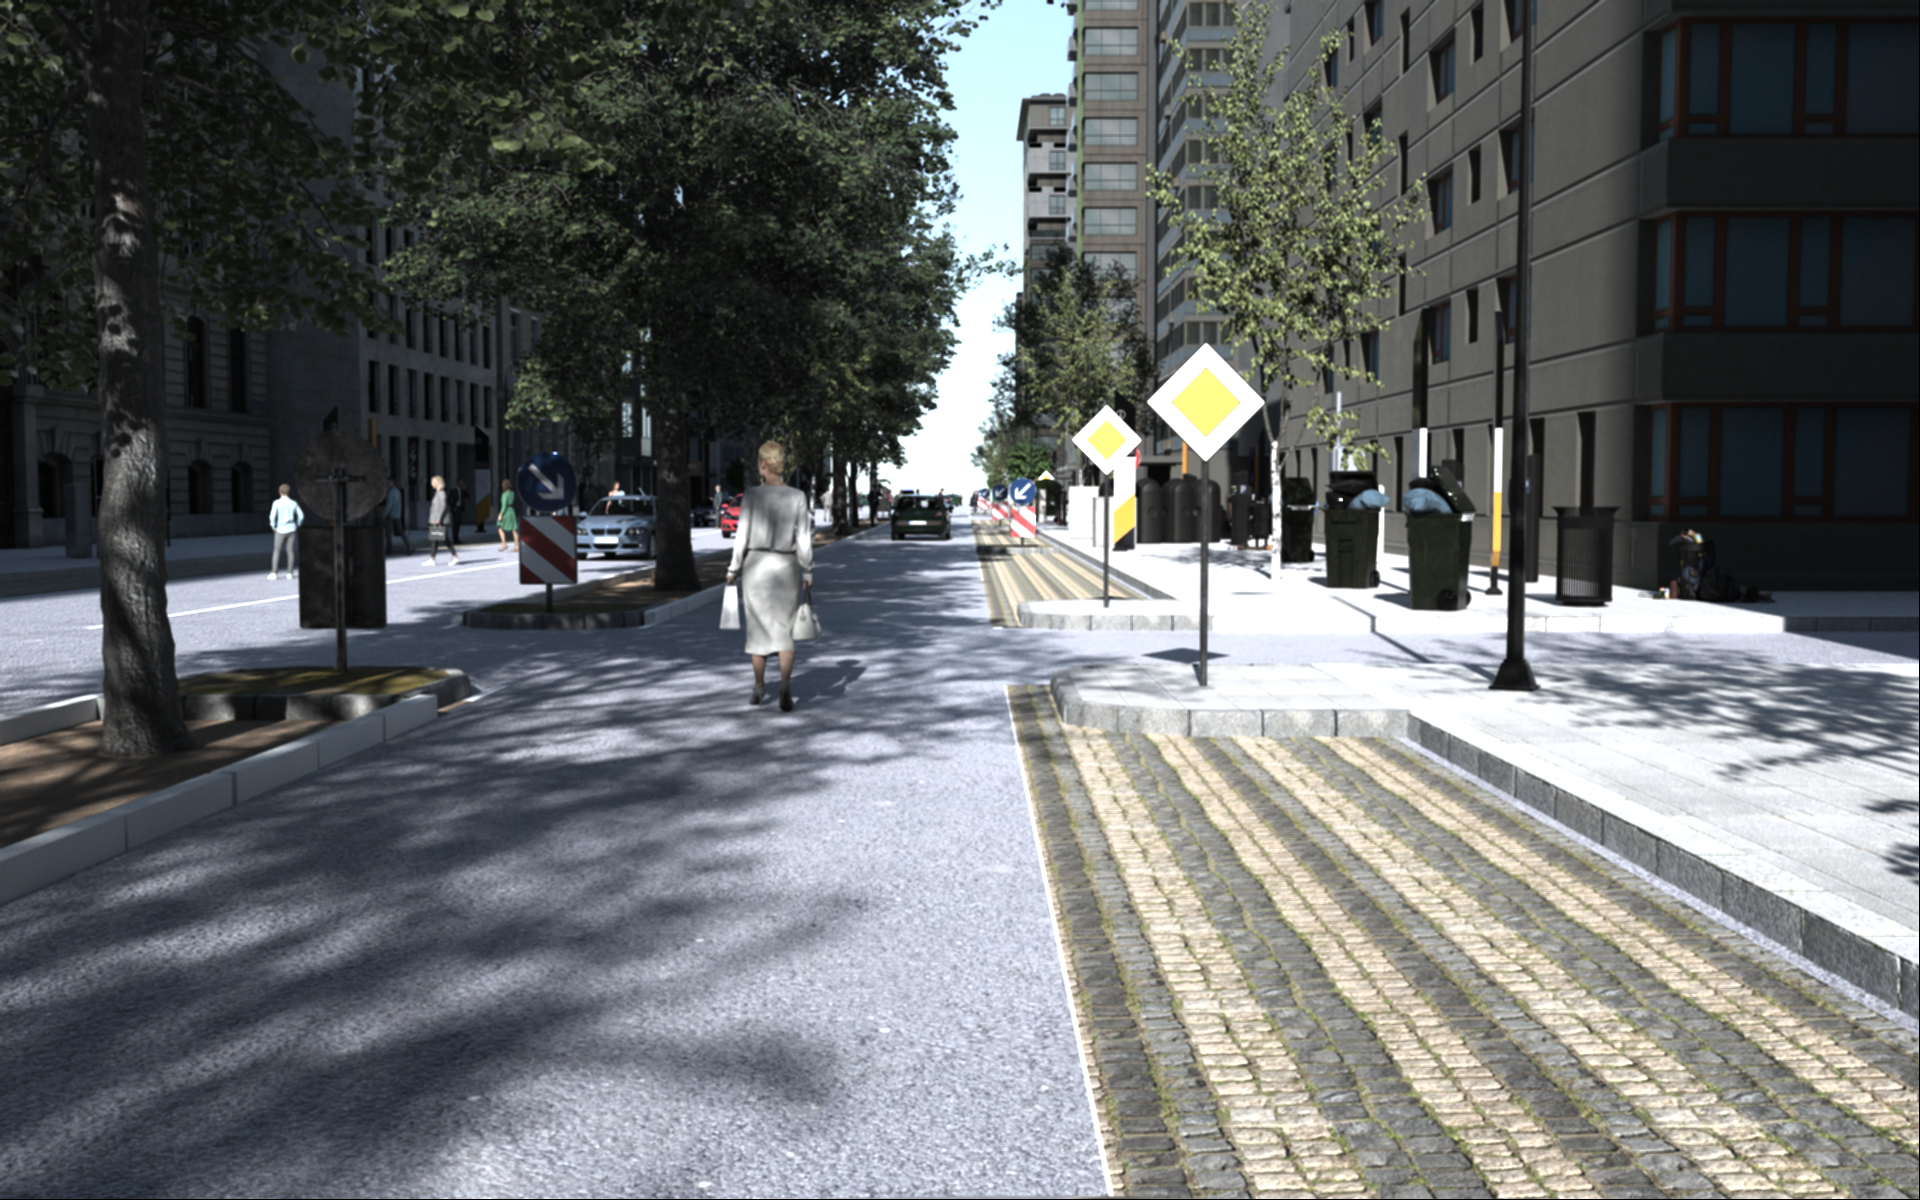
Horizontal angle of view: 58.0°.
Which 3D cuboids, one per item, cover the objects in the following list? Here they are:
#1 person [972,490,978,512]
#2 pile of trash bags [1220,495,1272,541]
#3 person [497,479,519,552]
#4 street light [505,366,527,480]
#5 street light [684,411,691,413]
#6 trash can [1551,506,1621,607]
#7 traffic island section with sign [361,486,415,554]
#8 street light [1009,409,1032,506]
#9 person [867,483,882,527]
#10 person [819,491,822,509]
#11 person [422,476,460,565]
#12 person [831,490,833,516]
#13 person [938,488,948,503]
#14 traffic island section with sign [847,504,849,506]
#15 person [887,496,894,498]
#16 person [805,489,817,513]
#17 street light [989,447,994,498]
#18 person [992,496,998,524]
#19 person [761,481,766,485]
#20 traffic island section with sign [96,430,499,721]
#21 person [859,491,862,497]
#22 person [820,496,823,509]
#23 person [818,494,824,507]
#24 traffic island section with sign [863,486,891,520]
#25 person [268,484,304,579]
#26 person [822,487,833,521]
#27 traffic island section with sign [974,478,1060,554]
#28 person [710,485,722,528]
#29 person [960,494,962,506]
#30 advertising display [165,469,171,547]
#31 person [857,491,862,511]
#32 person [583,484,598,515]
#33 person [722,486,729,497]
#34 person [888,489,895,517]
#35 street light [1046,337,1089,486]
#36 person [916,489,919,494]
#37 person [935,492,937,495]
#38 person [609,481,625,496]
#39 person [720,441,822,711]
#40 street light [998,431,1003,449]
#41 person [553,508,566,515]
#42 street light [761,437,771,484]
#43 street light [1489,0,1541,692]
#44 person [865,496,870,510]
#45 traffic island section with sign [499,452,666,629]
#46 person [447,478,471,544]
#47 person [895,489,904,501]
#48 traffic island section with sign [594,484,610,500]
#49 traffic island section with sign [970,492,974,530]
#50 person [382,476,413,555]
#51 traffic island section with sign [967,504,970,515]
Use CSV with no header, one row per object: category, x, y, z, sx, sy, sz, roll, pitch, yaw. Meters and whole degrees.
person,1.137,-7.312,128.970,0.541,1.710,0.530,-1,4,-21
pile of trash bags,7.885,-2.418,49.287,1.912,1.369,3.447,0,4,5
person,-11.233,-2.098,43.051,0.529,1.795,0.600,0,4,5
street light,-15.747,-5.486,62.244,1.470,5.913,1.316,0,4,0
street light,-15.635,-7.580,96.468,1.470,5.913,1.316,0,4,0
trash can,7.154,-0.500,19.834,0.748,1.137,0.748,0,3,0
traffic island section with sign,-14.357,-2.038,41.955,1.989,1.847,2.006,0,4,0
street light,3.337,-7.440,94.178,1.470,5.913,1.316,0,4,0
person,-3.690,-4.120,75.223,0.474,1.900,0.648,2,4,28
person,-13.451,-9.760,168.527,0.568,1.767,0.683,0,4,2
person,-10.443,-1.601,34.852,0.728,1.800,0.709,-2,4,-26
person,-8.163,-6.195,110.619,1.217,1.723,0.721,3,5,42
person,-0.965,-5.515,99.122,0.568,1.767,0.683,0,4,1
traffic island section with sign,-13.856,-13.394,227.627,1.989,1.847,2.006,0,4,0
person,-9.120,-13.039,221.326,1.348,1.869,0.705,-1,4,-12
person,-11.706,-7.703,134.472,1.348,1.821,0.705,2,4,27
street light,3.495,-12.114,170.600,1.470,5.913,1.316,0,4,0
person,1.708,-4.431,81.190,0.600,1.795,0.529,2,4,27
person,-6.168,-2.837,54.791,0.656,1.842,0.836,-1,4,-10
traffic island section with sign,-4.460,-0.227,11.856,2.006,1.907,1.989,0,4,0
person,-10.947,-11.207,191.815,1.350,1.814,0.705,1,4,13
person,-13.211,-9.500,167.019,0.628,1.438,0.799,0,4,4
person,-12.259,-8.771,155.168,1.065,1.426,0.557,-1,4,-23
traffic island section with sign,-4.232,-5.276,94.402,2.006,1.907,1.989,0,4,0
person,-11.455,-1.169,29.420,0.589,1.601,0.330,-2,4,-30
person,-6.958,-5.025,90.928,0.678,1.792,0.850,1,4,11
traffic island section with sign,1.401,-2.062,42.335,1.989,1.847,2.006,0,4,0
person,-10.159,-3.888,72.252,0.590,1.801,0.661,-1,4,-16
person,0.145,-12.443,215.195,0.557,1.426,1.065,0,4,3
advertising display,-19.726,-2.256,42.094,0.974,1.923,0.123,-2,4,-32
person,-8.785,-8.583,149.758,0.530,1.710,0.541,-1,4,-17
person,-14.259,-3.582,67.166,0.694,1.812,0.767,1,4,9
person,-12.556,-5.162,92.761,0.748,1.841,0.638,3,5,44
person,-4.299,-6.072,108.489,0.721,1.743,1.217,-1,4,-17
street light,3.248,-4.820,51.340,1.470,5.913,1.316,0,4,0
person,-2.333,-5.362,96.988,1.217,1.723,0.721,1,4,15
person,-3.471,-14.888,252.652,0.721,1.736,1.217,0,4,4
person,-10.193,-2.611,51.292,0.616,1.811,0.778,-1,4,-15
person,-1.280,-0.163,11.516,0.694,1.780,0.624,0,4,2
street light,3.492,-9.464,127.277,1.470,5.913,1.316,0,4,0
person,-11.201,-2.453,48.632,0.654,1.822,0.581,1,4,23
street light,-15.447,-10.220,139.633,1.470,5.913,1.316,0,4,0
street light,3.118,-2.368,11.252,1.470,5.913,1.316,0,4,0
person,-7.551,-8.495,148.076,1.217,1.739,0.721,1,4,17
traffic island section with sign,-4.429,-0.681,19.263,2.006,1.907,1.989,0,4,0
person,-14.399,-2.568,49.841,0.474,1.900,0.648,1,4,20
person,-3.772,-6.351,113.124,1.217,1.735,0.721,-3,5,-40
traffic island section with sign,-14.290,-3.687,68.910,1.989,1.847,2.006,0,4,0
traffic island section with sign,1.489,-3.710,69.290,1.989,1.847,2.006,0,4,0
person,-13.165,-1.956,40.344,0.748,1.841,0.638,1,4,20
traffic island section with sign,1.625,-6.756,119.086,1.989,1.847,2.006,0,4,0
